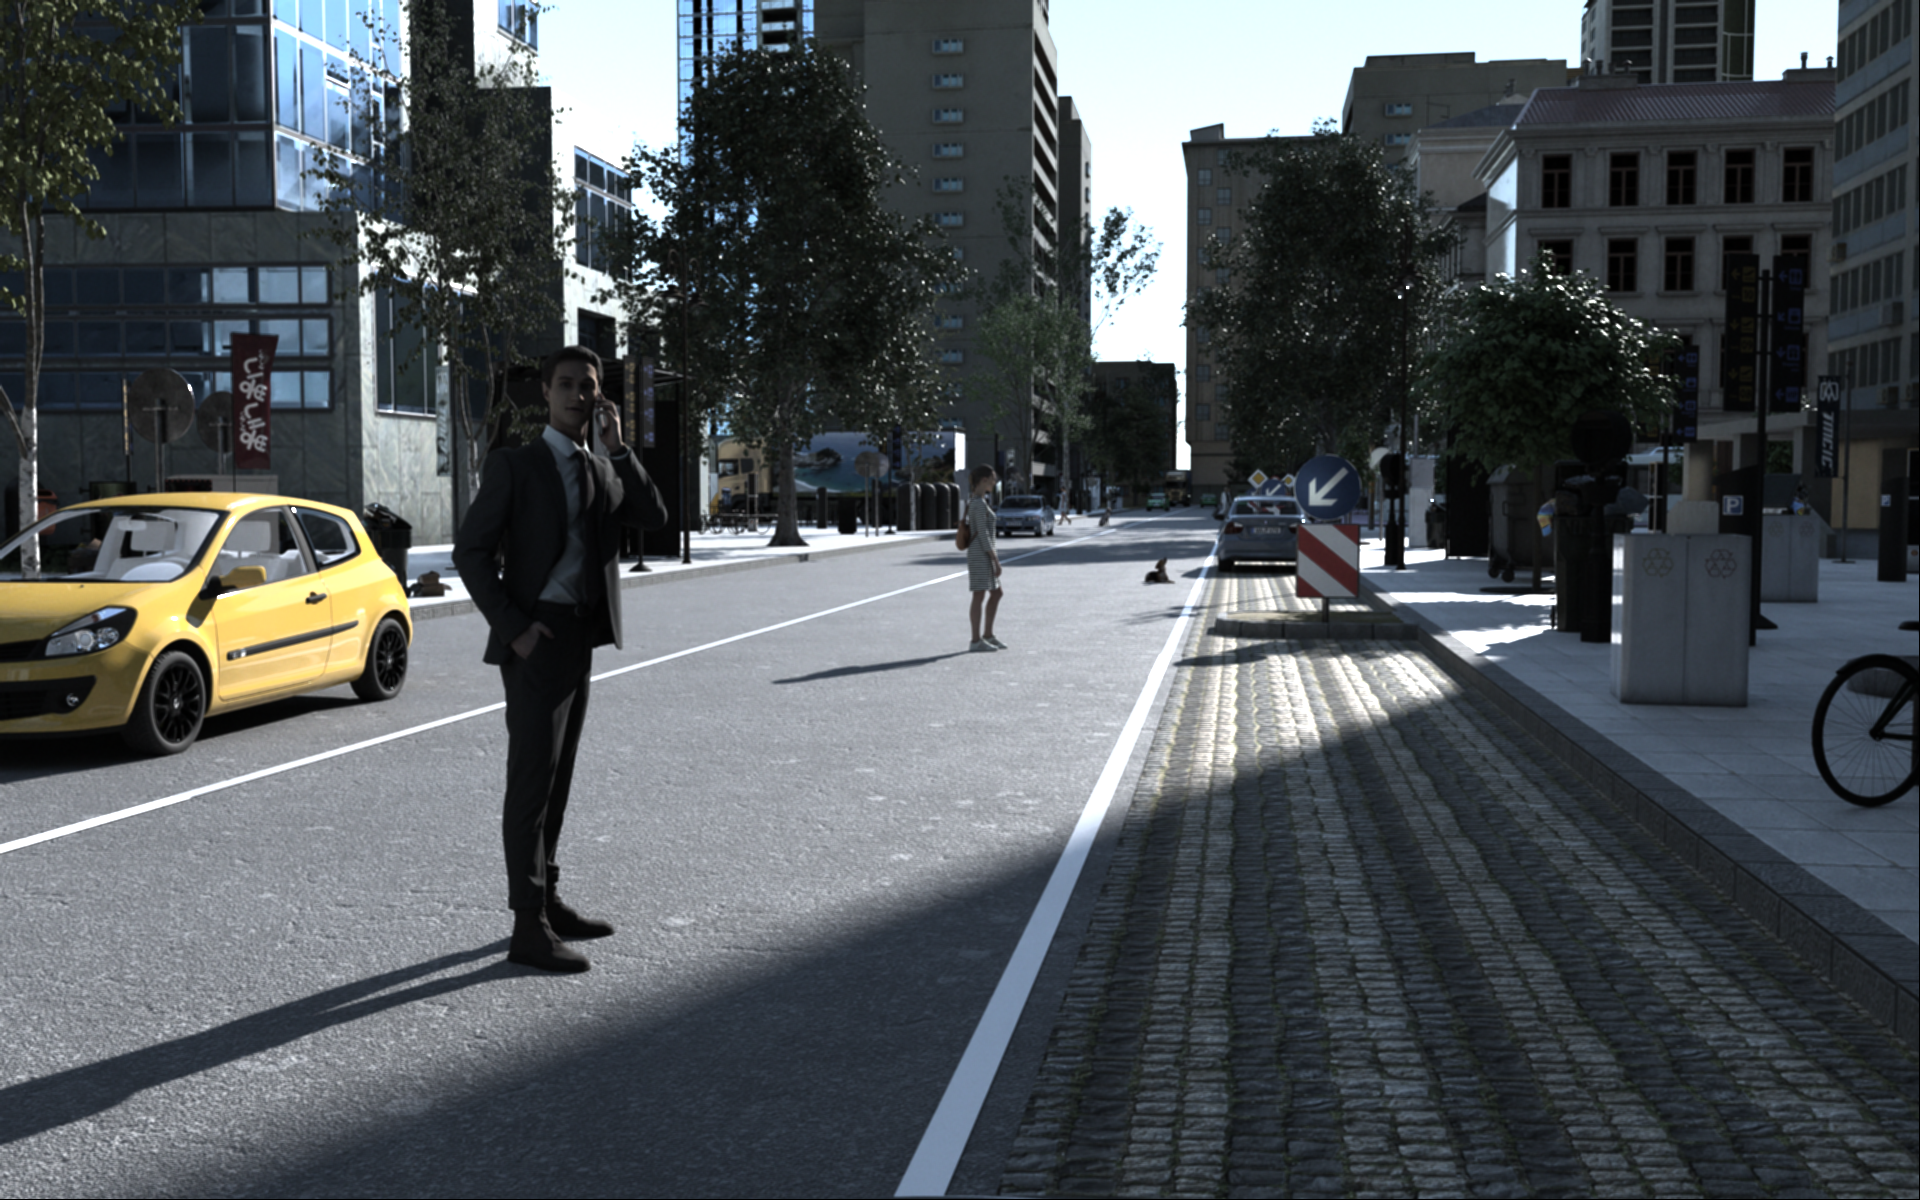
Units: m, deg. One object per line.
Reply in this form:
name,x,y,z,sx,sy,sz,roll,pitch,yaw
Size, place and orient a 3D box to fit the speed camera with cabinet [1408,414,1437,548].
speed camera with cabinet,11.282,-2.930,42.234,0.660,3.252,2.038,1,4,16

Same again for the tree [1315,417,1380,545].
tree,10.044,-3.019,43.961,1.663,3.219,1.824,0,3,0

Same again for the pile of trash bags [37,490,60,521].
pile of trash bags,-19.602,-1.489,34.092,3.447,1.369,1.912,-3,5,-43

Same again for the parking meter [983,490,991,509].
parking meter,1.111,-3.749,69.703,0.372,1.533,0.369,0,3,0

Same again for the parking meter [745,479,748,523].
parking meter,-8.206,-3.765,67.268,0.255,1.863,0.399,0,3,0

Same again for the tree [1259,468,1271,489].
tree,33.679,-12.571,189.250,4.285,4.588,4.351,0,3,0

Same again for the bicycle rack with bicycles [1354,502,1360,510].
bicycle rack with bicycles,31.514,-7.739,139.910,2.852,0.926,2.925,-3,5,-41

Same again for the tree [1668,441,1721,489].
tree,22.812,-3.624,53.857,1.663,3.219,1.824,0,3,0

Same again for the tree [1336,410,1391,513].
tree,26.412,-10.056,114.770,4.737,8.622,4.395,0,3,0

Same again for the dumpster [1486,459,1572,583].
dumpster,8.553,-1.216,25.636,1.264,1.857,1.865,1,4,9

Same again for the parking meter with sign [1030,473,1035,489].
parking meter with sign,6.154,-9.133,145.587,0.543,3.016,1.738,2,4,29

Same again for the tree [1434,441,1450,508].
tree,17.351,-4.120,61.969,1.663,3.219,1.824,0,3,0

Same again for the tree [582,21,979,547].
tree,-4.352,-7.680,42.570,9.611,12.733,9.660,0,3,0

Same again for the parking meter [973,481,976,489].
parking meter,0.793,-4.326,76.438,0.399,1.863,0.255,-3,5,-42

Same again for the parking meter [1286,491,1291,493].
parking meter,23.776,-7.162,125.510,0.372,1.533,0.369,0,3,0

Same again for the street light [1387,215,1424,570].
street light,7.441,-3.441,29.050,0.468,5.910,1.993,1,4,9

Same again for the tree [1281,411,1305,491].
tree,25.146,-11.054,131.088,4.737,8.622,4.395,0,3,0

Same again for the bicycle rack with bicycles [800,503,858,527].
bicycle rack with bicycles,-5.332,-3.403,69.015,2.852,0.926,2.925,0,4,-4

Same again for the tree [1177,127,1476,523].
tree,11.743,-8.422,54.701,9.611,12.733,9.660,0,3,0

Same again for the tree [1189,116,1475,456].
tree,18.684,-14.012,84.993,12.611,20.169,13.585,0,3,0

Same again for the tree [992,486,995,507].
tree,2.776,-8.909,140.270,1.663,3.219,1.824,0,3,0

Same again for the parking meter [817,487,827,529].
parking meter,-5.116,-3.409,64.141,0.372,1.533,0.369,0,3,0

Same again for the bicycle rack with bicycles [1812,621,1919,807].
bicycle rack with bicycles,4.896,0.401,6.829,2.925,0.926,2.852,0,4,4

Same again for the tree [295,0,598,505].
tree,-6.835,-4.501,23.955,4.360,8.622,3.978,0,3,0

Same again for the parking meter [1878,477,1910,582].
parking meter,13.715,-1.042,25.443,0.372,1.533,0.369,0,3,0

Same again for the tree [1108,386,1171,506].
tree,18.813,-16.178,182.640,7.486,12.596,7.792,0,3,0

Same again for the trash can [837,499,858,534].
trash can,-3.612,-2.684,55.541,0.748,1.137,0.748,0,3,0

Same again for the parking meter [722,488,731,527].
parking meter,-9.158,-3.643,67.974,0.372,1.533,0.369,0,3,0

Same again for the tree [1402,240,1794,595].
tree,7.514,-2.381,22.639,4.285,4.588,4.351,0,3,0

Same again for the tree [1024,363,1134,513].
tree,8.605,-11.338,119.788,7.601,10.594,8.767,2,4,30

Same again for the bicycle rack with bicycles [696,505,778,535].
bicycle rack with bicycles,-7.292,-2.590,55.736,2.852,0.926,2.925,3,5,43

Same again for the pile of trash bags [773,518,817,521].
pile of trash bags,-7.583,-4.539,83.967,1.912,1.369,3.447,2,4,31

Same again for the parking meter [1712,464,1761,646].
parking meter,6.575,-0.385,14.713,0.372,1.533,0.369,0,3,0

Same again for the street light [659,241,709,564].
street light,-5.047,-3.611,31.825,0.468,5.910,1.993,1,4,9

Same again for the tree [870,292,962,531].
tree,-1.768,-6.663,59.299,4.360,8.622,3.978,0,3,0

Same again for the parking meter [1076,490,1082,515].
parking meter,7.306,-5.968,105.989,0.372,1.533,0.369,0,3,0

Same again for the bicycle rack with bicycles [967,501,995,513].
bicycle rack with bicycles,1.413,-4.738,90.847,2.925,0.926,2.852,1,4,23

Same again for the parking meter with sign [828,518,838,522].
parking meter with sign,-5.418,-5.198,81.249,1.738,3.016,0.543,-1,4,-22

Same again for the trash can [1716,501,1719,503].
trash can,15.859,-1.455,35.436,0.748,1.137,0.748,0,3,0

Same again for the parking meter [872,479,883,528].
parking meter,-3.153,-3.683,65.935,0.399,1.863,0.255,-1,4,-13

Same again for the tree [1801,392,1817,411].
tree,26.428,-4.353,54.879,4.285,4.588,4.351,0,3,0

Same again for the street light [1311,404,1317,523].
street light,13.493,-5.705,66.067,0.468,5.910,1.993,1,4,9

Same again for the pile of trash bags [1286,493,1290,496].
pile of trash bags,20.696,-6.055,108.744,1.912,1.369,3.447,0,4,6

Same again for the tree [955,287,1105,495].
tree,3.436,-9.906,87.720,9.928,11.665,9.643,0,3,0

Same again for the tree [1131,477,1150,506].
tree,19.722,-12.043,191.509,1.663,3.219,1.824,0,3,0

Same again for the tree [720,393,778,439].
tree,-10.959,-8.649,91.769,4.737,8.622,4.395,0,3,0

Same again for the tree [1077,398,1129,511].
tree,10.527,-11.094,131.741,4.737,8.622,4.395,0,3,0

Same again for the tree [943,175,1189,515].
tree,4.988,-15.218,104.701,12.611,20.169,13.585,0,3,0

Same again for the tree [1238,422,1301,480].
tree,28.657,-14.597,156.792,7.486,12.596,7.792,0,3,0

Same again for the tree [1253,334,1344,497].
tree,20.275,-10.988,105.414,9.928,11.665,9.643,0,3,0

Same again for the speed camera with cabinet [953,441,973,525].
speed camera with cabinet,-0.028,-4.341,65.307,0.660,3.252,2.038,0,4,-5

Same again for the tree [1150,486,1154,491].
tree,23.041,-13.448,214.478,1.663,3.219,1.824,0,3,0

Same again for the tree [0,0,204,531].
tree,-8.243,-3.934,14.687,4.737,8.622,4.395,0,3,0
